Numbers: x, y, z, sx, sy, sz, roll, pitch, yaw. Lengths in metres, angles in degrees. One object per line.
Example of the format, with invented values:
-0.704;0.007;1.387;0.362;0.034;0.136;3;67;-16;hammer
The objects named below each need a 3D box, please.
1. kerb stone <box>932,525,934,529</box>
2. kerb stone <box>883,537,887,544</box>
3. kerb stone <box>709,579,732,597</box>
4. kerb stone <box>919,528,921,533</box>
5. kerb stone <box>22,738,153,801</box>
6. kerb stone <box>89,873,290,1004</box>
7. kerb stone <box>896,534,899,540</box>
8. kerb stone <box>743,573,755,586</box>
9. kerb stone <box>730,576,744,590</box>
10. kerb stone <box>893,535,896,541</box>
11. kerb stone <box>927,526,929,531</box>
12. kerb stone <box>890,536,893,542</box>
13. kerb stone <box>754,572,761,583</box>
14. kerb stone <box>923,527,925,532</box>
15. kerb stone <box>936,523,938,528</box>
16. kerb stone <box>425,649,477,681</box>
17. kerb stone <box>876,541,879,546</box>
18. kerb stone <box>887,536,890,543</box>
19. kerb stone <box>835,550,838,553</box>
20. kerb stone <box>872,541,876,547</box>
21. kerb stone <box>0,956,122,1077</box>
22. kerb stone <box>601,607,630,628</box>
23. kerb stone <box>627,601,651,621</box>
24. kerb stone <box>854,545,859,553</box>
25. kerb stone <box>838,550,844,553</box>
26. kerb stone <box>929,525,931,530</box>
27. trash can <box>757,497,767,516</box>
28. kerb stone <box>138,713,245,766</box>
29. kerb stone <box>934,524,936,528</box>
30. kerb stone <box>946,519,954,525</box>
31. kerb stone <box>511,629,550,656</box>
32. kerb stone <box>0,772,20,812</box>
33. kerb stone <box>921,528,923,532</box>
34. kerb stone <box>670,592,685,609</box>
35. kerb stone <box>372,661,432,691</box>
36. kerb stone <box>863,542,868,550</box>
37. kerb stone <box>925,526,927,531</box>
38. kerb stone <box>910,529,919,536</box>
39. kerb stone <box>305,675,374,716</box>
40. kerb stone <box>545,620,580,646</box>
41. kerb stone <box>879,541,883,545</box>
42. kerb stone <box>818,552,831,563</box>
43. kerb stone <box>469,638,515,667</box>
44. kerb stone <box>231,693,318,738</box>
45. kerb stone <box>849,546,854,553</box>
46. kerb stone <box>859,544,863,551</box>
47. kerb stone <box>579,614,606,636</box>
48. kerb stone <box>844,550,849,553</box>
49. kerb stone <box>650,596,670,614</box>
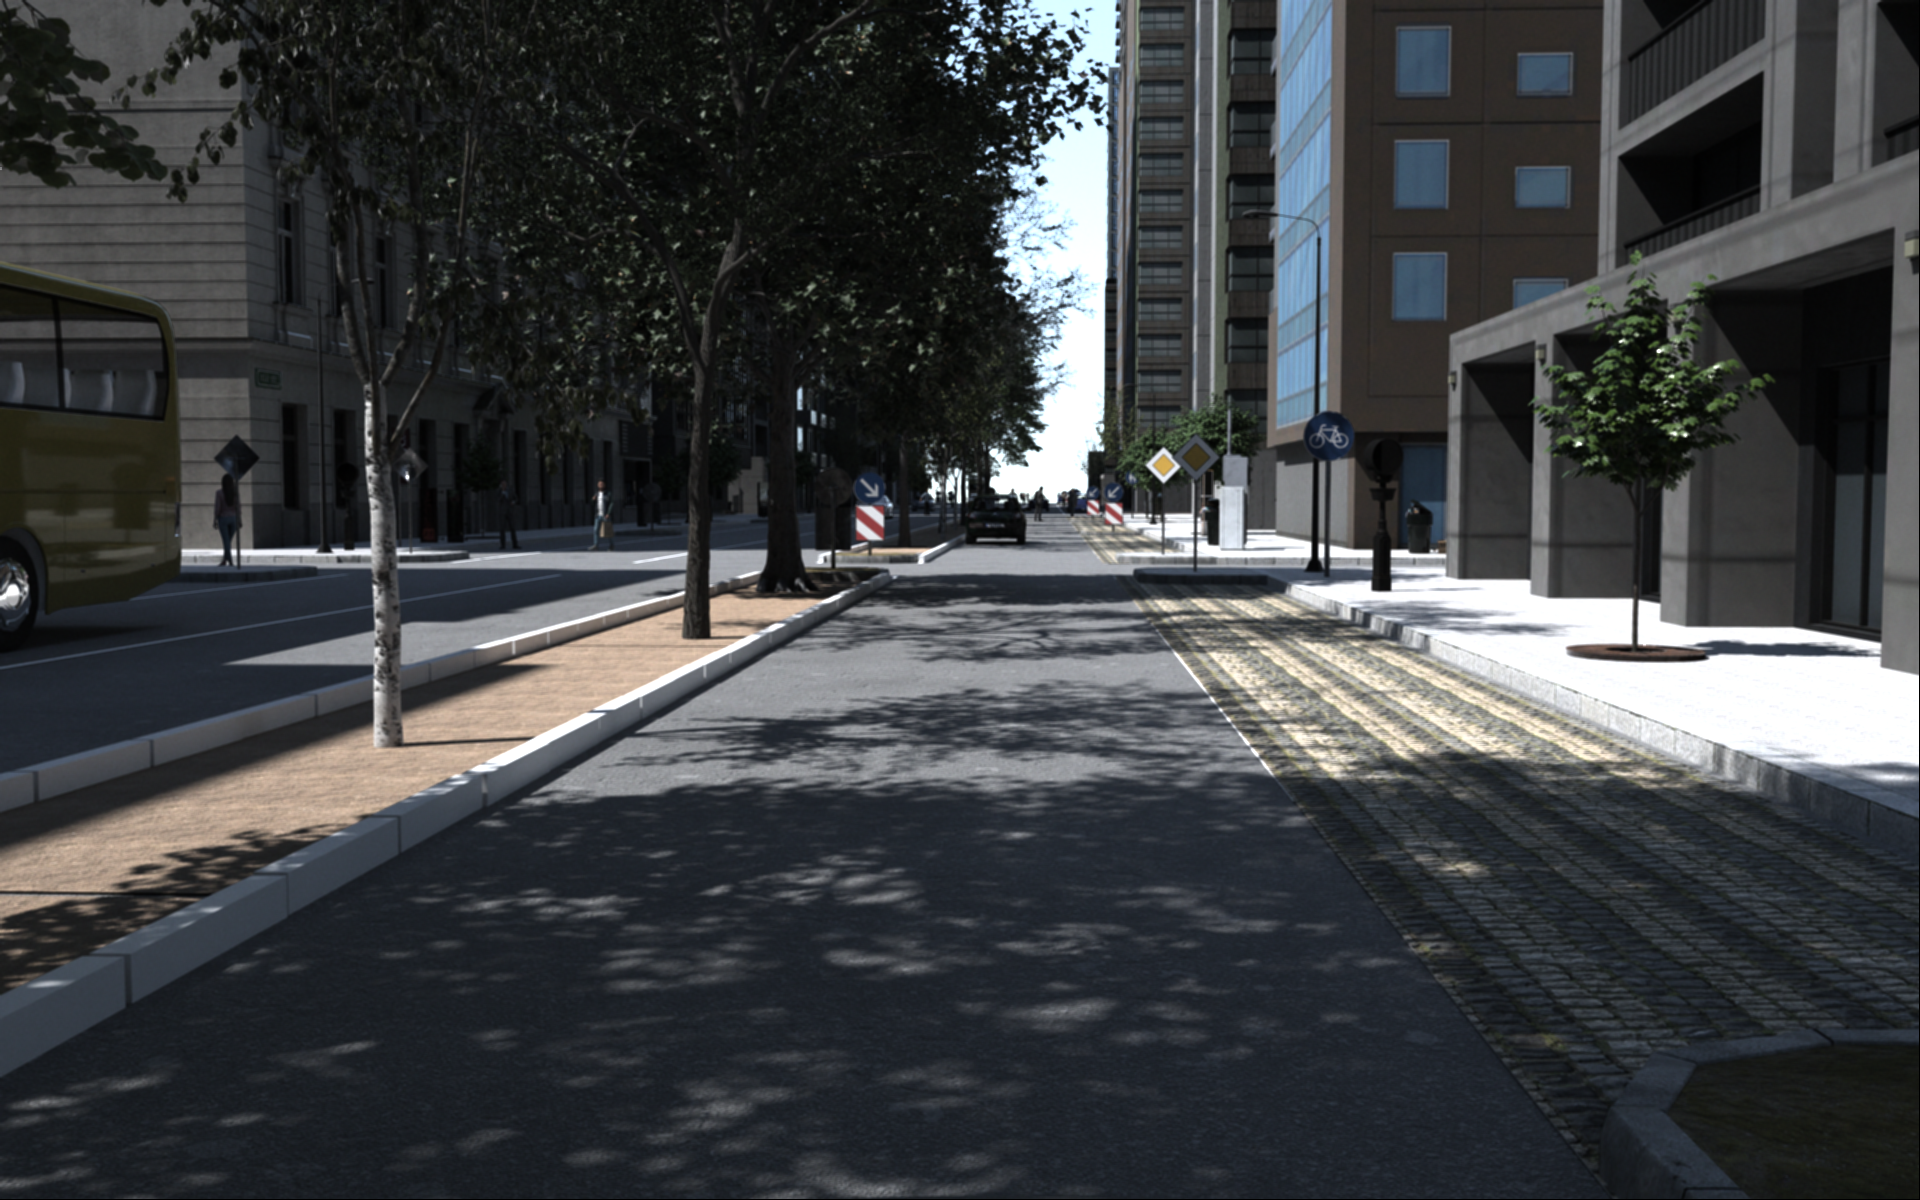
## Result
-1.222;-2.884;69.476;0.120;0.150;1.000;0;4;3;kerb stone
-2.256;-1.641;49.032;0.120;0.150;1.000;0;4;3;kerb stone
-3.476;-0.161;24.927;0.120;0.150;1.000;0;4;3;kerb stone
-1.587;-2.454;62.325;0.120;0.150;1.000;0;4;3;kerb stone
-4.304;0.836;8.526;0.120;0.150;1.000;0;4;3;kerb stone
-2.362;1.038;5.367;0.120;0.150;1.000;0;4;3;kerb stone
-2.048;-1.888;53.132;0.120;0.150;1.000;0;4;3;kerb stone
-3.371;-0.293;26.984;0.120;0.150;1.000;0;4;3;kerb stone
-3.425;-0.230;25.961;0.120;0.150;1.000;0;4;3;kerb stone
-2.106;-1.830;52.112;0.120;0.150;1.000;0;4;3;kerb stone
-1.378;-2.705;66.414;0.120;0.150;1.000;0;4;3;kerb stone
-2.165;-1.767;51.089;0.120;0.150;1.000;0;4;3;kerb stone
-3.333;-0.355;28.007;0.120;0.150;1.000;0;4;3;kerb stone
-1.482;-2.579;64.372;0.120;0.150;1.000;0;4;3;kerb stone
-1.121;-3.015;71.518;0.120;0.150;1.000;0;4;3;kerb stone
-4.051;0.523;13.646;0.120;0.150;1.000;0;4;3;kerb stone
-2.368;-1.515;46.972;0.120;0.150;1.000;0;4;3;kerb stone
-2.201;-1.704;50.059;0.120;0.150;1.000;0;4;3;kerb stone
-2.832;-0.951;37.754;0.120;0.150;1.000;0;4;3;kerb stone
-2.415;-1.451;45.951;0.120;0.150;1.000;0;4;3;kerb stone
-2.412;1.098;4.332;0.120;0.150;1.000;0;4;3;kerb stone
-3.788;0.209;18.783;0.120;0.150;1.000;0;4;3;kerb stone
-3.734;0.146;19.810;0.120;0.150;1.000;0;4;3;kerb stone
-2.626;-1.200;41.850;0.120;0.150;1.000;0;4;3;kerb stone
-2.773;-1.011;38.780;0.120;0.150;1.000;0;4;3;kerb stone
-1.321;-2.767;67.434;0.120;0.150;1.000;0;4;3;kerb stone
-11.285;-5.358;99.249;0.748;1.137;0.748;0;3;0;trash can
-4.247;0.773;9.552;0.120;0.150;1.000;0;4;3;kerb stone
-1.177;-2.954;70.498;0.120;0.150;1.000;0;4;3;kerb stone
-0.504;-3.764;83.786;0.120;0.150;1.000;0;4;3;kerb stone
-3.941;0.397;15.702;0.120;0.150;1.000;0;4;3;kerb stone
-4.361;0.899;7.499;0.120;0.150;1.000;0;4;3;kerb stone
-1.536;-2.517;63.351;0.120;0.150;1.000;0;4;3;kerb stone
-3.635;0.029;21.857;0.120;0.150;1.000;0;4;3;kerb stone
-4.107;0.586;12.622;0.120;0.150;1.000;0;4;3;kerb stone
-2.511;-1.327;43.897;0.120;0.150;1.000;0;4;3;kerb stone
-1.426;-2.639;65.393;0.120;0.150;1.000;0;4;3;kerb stone
-1.631;-2.388;61.304;0.120;0.150;1.000;0;4;3;kerb stone
-4.151;0.648;11.599;0.120;0.150;1.000;0;4;3;kerb stone
-3.889;0.334;16.736;0.120;0.150;1.000;0;4;3;kerb stone
-2.317;-1.579;48.009;0.120;0.150;1.000;0;4;3;kerb stone
-2.881;-0.889;36.734;0.120;0.150;1.000;0;4;3;kerb stone
-4.002;0.460;14.667;0.120;0.150;1.000;0;4;3;kerb stone
-4.209;0.714;10.574;0.120;0.150;1.000;0;4;3;kerb stone
-2.678;-1.139;40.826;0.120;0.150;1.000;0;4;3;kerb stone
-2.573;-1.265;42.876;0.120;0.150;1.000;0;4;3;kerb stone
-3.839;0.274;17.758;0.120;0.150;1.000;0;4;3;kerb stone
-2.722;-1.073;39.805;0.120;0.150;1.000;0;4;3;kerb stone
-3.688;0.085;20.836;0.120;0.150;1.000;0;4;3;kerb stone
